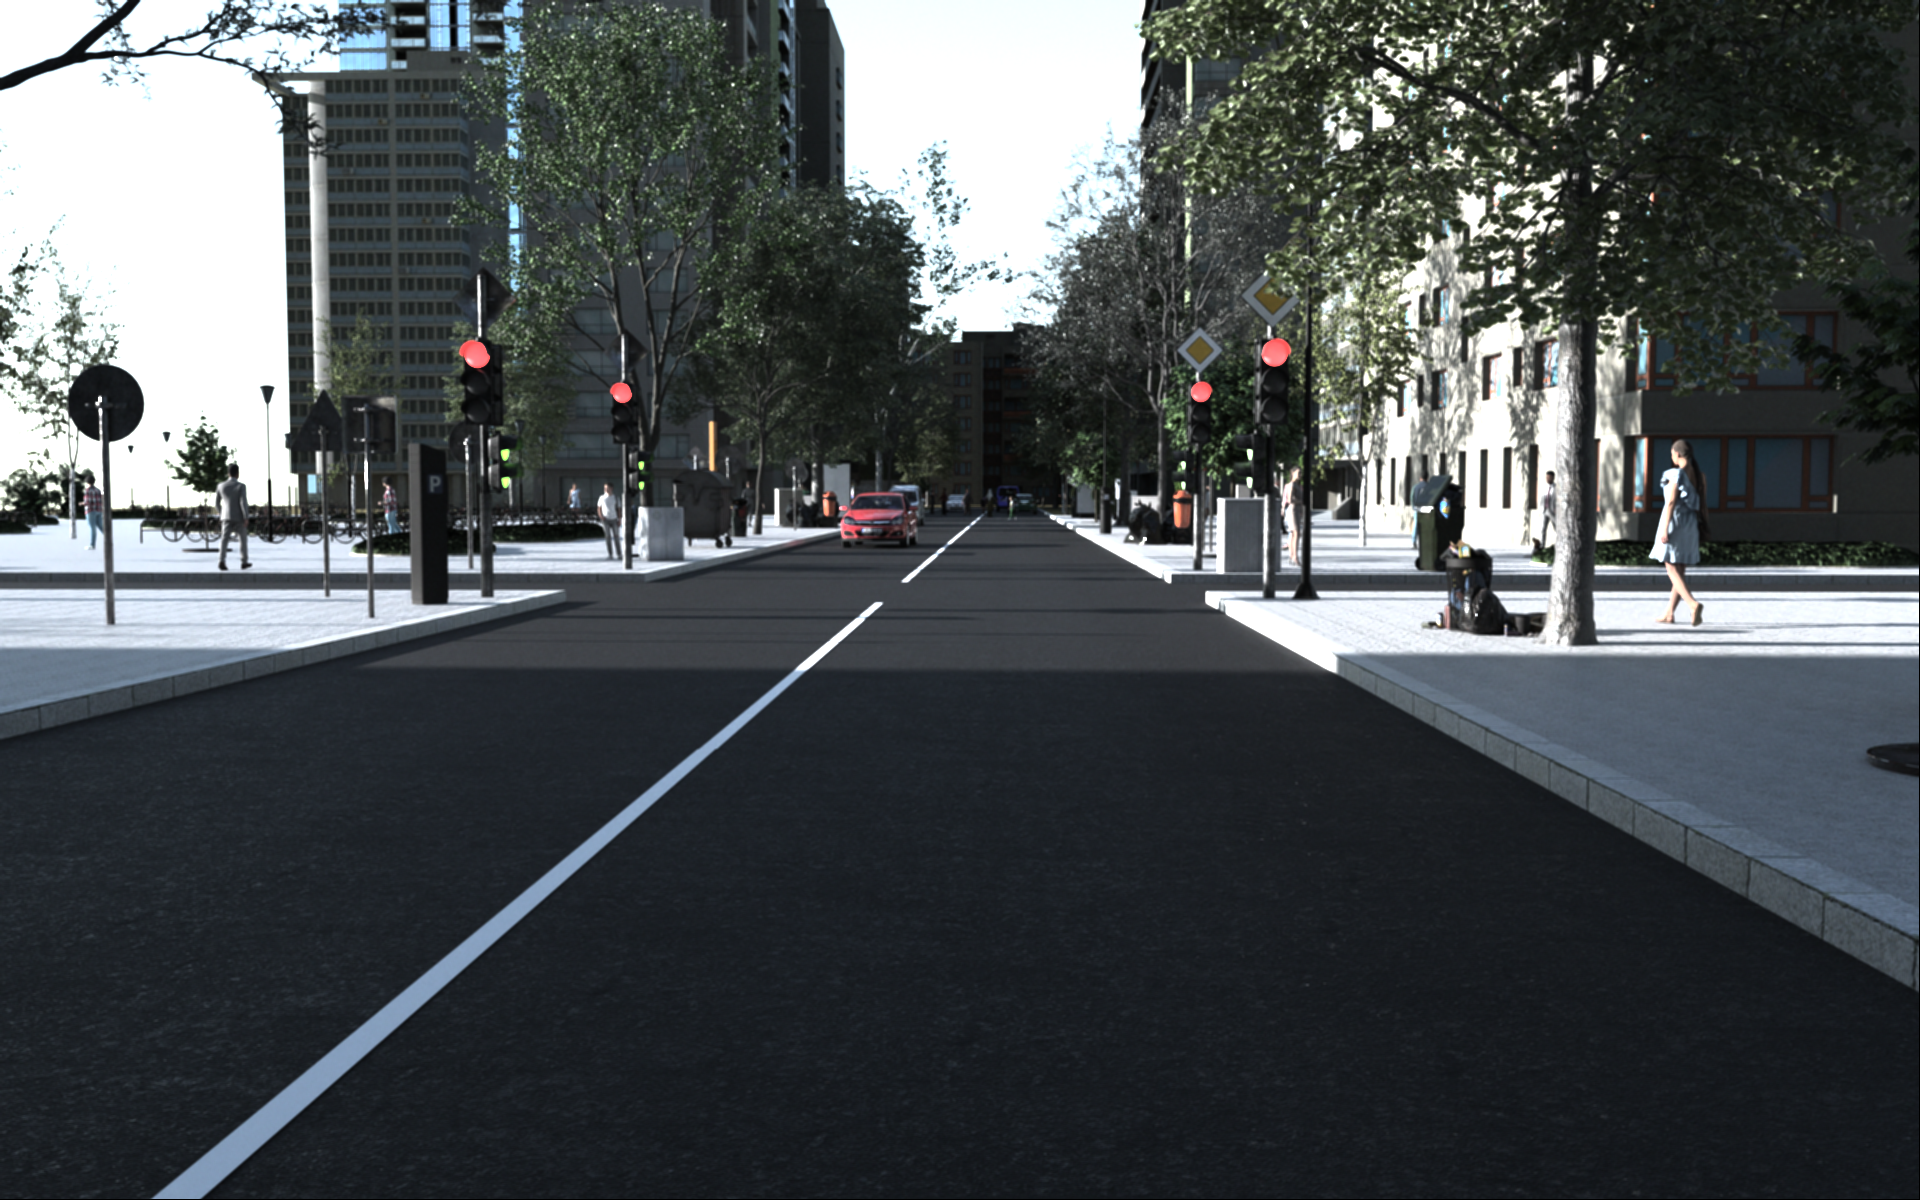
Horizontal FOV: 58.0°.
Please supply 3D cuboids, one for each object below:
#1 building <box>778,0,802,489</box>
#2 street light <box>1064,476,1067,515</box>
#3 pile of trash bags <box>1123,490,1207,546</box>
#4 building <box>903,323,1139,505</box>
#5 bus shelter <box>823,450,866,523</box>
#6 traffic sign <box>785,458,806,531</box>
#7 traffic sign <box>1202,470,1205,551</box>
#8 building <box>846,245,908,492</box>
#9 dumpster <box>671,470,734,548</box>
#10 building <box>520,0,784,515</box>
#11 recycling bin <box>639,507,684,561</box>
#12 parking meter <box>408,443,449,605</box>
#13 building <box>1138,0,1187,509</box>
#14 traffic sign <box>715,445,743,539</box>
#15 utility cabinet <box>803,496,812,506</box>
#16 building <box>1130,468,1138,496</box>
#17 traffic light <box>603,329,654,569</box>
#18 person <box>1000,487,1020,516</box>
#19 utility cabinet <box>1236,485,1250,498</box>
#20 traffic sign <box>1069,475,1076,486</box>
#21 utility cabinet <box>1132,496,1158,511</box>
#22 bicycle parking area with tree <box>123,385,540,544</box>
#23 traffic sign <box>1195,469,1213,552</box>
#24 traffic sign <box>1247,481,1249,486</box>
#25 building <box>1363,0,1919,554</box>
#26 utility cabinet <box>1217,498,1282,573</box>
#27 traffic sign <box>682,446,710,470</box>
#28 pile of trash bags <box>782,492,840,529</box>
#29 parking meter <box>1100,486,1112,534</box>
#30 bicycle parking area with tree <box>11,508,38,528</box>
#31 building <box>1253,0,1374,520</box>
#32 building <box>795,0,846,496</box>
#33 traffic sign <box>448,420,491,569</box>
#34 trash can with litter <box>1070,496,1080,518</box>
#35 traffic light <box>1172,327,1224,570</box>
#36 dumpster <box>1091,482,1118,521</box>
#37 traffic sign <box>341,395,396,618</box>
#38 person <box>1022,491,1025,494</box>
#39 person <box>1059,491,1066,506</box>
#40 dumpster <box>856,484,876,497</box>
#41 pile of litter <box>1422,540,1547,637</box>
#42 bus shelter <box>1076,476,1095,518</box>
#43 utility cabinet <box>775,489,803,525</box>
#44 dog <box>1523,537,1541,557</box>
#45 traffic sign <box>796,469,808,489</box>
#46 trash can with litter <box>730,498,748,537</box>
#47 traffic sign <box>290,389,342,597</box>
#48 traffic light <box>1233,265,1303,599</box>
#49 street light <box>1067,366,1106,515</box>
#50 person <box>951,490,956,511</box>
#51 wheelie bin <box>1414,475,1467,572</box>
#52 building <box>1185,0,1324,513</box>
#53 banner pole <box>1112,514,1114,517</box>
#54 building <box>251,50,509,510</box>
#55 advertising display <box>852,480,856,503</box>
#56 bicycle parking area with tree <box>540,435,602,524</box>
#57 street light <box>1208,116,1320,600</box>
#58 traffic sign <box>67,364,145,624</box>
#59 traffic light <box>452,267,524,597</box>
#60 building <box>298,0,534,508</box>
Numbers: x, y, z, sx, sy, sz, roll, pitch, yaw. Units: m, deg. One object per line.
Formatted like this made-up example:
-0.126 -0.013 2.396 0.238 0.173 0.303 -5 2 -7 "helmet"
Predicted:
-23.394 -50.214 133.675 22.319 86.520 31.000 0 4 2 "building"
5.894 -8.055 104.246 1.470 5.913 1.316 0 4 2 "street light"
5.364 -2.101 44.106 1.912 1.369 3.447 0 4 -6 "pile of trash bags"
8.383 -22.322 210.010 28.899 21.520 27.650 0 4 2 "building"
-5.473 -5.177 78.560 2.014 3.302 5.546 0 4 2 "bus shelter"
-5.798 -3.714 60.823 0.768 2.556 0.104 1 4 11 "traffic sign"
5.507 -2.393 39.128 0.884 2.594 0.081 0 4 4 "traffic sign"
-13.292 -26.423 203.721 14.107 30.474 14.160 0 4 2 "building"
-6.190 -2.195 41.649 1.264 1.857 1.865 0 4 1 "dumpster"
-19.397 -26.188 111.768 14.154 41.232 14.086 0 4 2 "building"
-5.789 -1.285 33.570 0.722 1.027 0.722 -2 4 -25 "recycling bin"
-6.195 -0.887 20.217 0.255 1.863 0.399 2 4 33 "parking meter"
25.935 -31.549 139.520 21.300 48.544 21.600 0 4 2 "building"
-6.055 -2.767 45.342 0.768 2.556 0.104 1 4 11 "traffic sign"
-6.356 -3.831 73.804 1.020 1.237 0.306 1 4 14 "utility cabinet"
26.823 -44.136 159.879 20.563 71.187 20.611 0 4 2 "building"
-5.653 -2.479 29.445 0.839 4.253 0.868 0 4 2 "traffic light"
3.276 -6.407 112.879 1.348 1.869 0.705 0 4 -7 "person"
6.654 -1.956 40.658 0.318 1.500 1.173 0 4 7 "utility cabinet"
6.752 -6.297 103.068 0.768 2.556 0.104 0 4 7 "traffic sign"
6.278 -2.859 57.900 1.020 1.237 0.306 1 4 22 "utility cabinet"
-17.941 -3.746 48.248 9.016 4.147 8.231 1 4 17 "bicycle parking area with tree"
5.560 -2.344 38.336 0.884 2.594 0.081 0 4 4 "traffic sign"
6.895 -2.523 41.353 0.768 2.556 0.104 0 4 4 "traffic sign"
28.695 -12.425 48.195 28.899 21.520 27.650 0 4 2 "building"
4.741 -1.052 28.356 1.020 1.237 0.306 -1 4 -15 "utility cabinet"
-7.196 -2.900 47.143 0.795 2.593 0.064 1 4 10 "traffic sign"
-5.428 -3.422 65.695 1.912 1.369 3.447 -2 4 -25 "pile of trash bags"
4.714 -2.911 56.004 0.372 1.533 0.369 0 3 0 "parking meter"
-38.335 -4.624 62.604 9.016 4.147 8.231 1 4 17 "bicycle parking area with tree"
32.511 -24.424 91.214 32.217 40.220 23.993 0 4 2 "building"
-22.153 -32.918 161.917 21.600 48.544 21.300 0 4 2 "building"
-8.415 -1.811 29.714 0.768 2.556 0.104 1 4 8 "traffic sign"
6.540 -5.062 94.156 1.055 1.170 0.624 2 4 25 "trash can with litter"
4.005 -2.463 29.197 0.839 4.253 0.868 0 4 2 "traffic light"
7.142 -4.984 83.986 1.502 2.255 1.985 0 4 1 "dumpster"
-6.105 -0.965 17.904 0.606 2.300 0.079 1 4 10 "traffic sign"
6.091 -9.382 162.416 0.721 1.766 1.217 -2 4 -27 "person"
10.823 -10.646 183.084 0.750 1.759 0.617 0 4 -4 "person"
-5.753 -6.026 104.277 1.264 1.857 1.865 0 4 2 "dumpster"
5.000 -0.145 16.331 1.176 0.858 1.719 0 4 3 "pile of litter"
6.867 -5.851 89.590 2.014 3.302 5.546 0 4 2 "bus shelter"
-6.995 -3.812 71.007 1.173 1.500 0.318 -3 4 -37 "utility cabinet"
11.713 -1.049 34.881 0.550 0.427 0.748 0 4 1 "dog"
-7.133 -4.712 77.149 0.768 2.556 0.104 1 4 10 "traffic sign"
-6.737 -2.473 51.815 0.624 1.170 1.055 -2 4 -27 "trash can with litter"
-7.903 -1.318 21.561 0.884 2.594 0.081 0 4 2 "traffic sign"
3.787 -1.975 21.215 0.839 4.253 0.868 0 4 2 "traffic light"
4.749 -5.541 63.129 1.470 5.913 1.316 0 4 2 "street light"
-0.556 -8.315 144.979 0.617 1.759 0.750 0 4 -6 "person"
8.013 -1.284 28.896 0.693 1.594 0.980 -1 4 -15 "wheelie bin"
22.749 -26.813 121.982 14.154 41.232 14.086 0 4 2 "building"
8.477 -6.510 96.452 0.401 3.779 0.863 0 4 3 "banner pole"
-45.828 -28.492 157.726 23.993 40.220 32.217 0 4 2 "building"
-5.296 -4.707 82.179 0.123 1.923 0.974 -3 5 -41 "advertising display"
-17.033 -4.748 64.637 9.016 4.147 8.231 1 4 16 "bicycle parking area with tree"
3.690 -2.966 21.034 1.470 5.913 1.316 0 4 2 "street light"
-8.376 -1.033 16.998 0.768 2.556 0.104 0 4 2 "traffic sign"
-5.871 -1.990 21.463 0.839 4.253 0.868 0 4 2 "traffic light"
-60.186 -54.695 206.932 31.000 86.520 22.319 0 4 2 "building"
